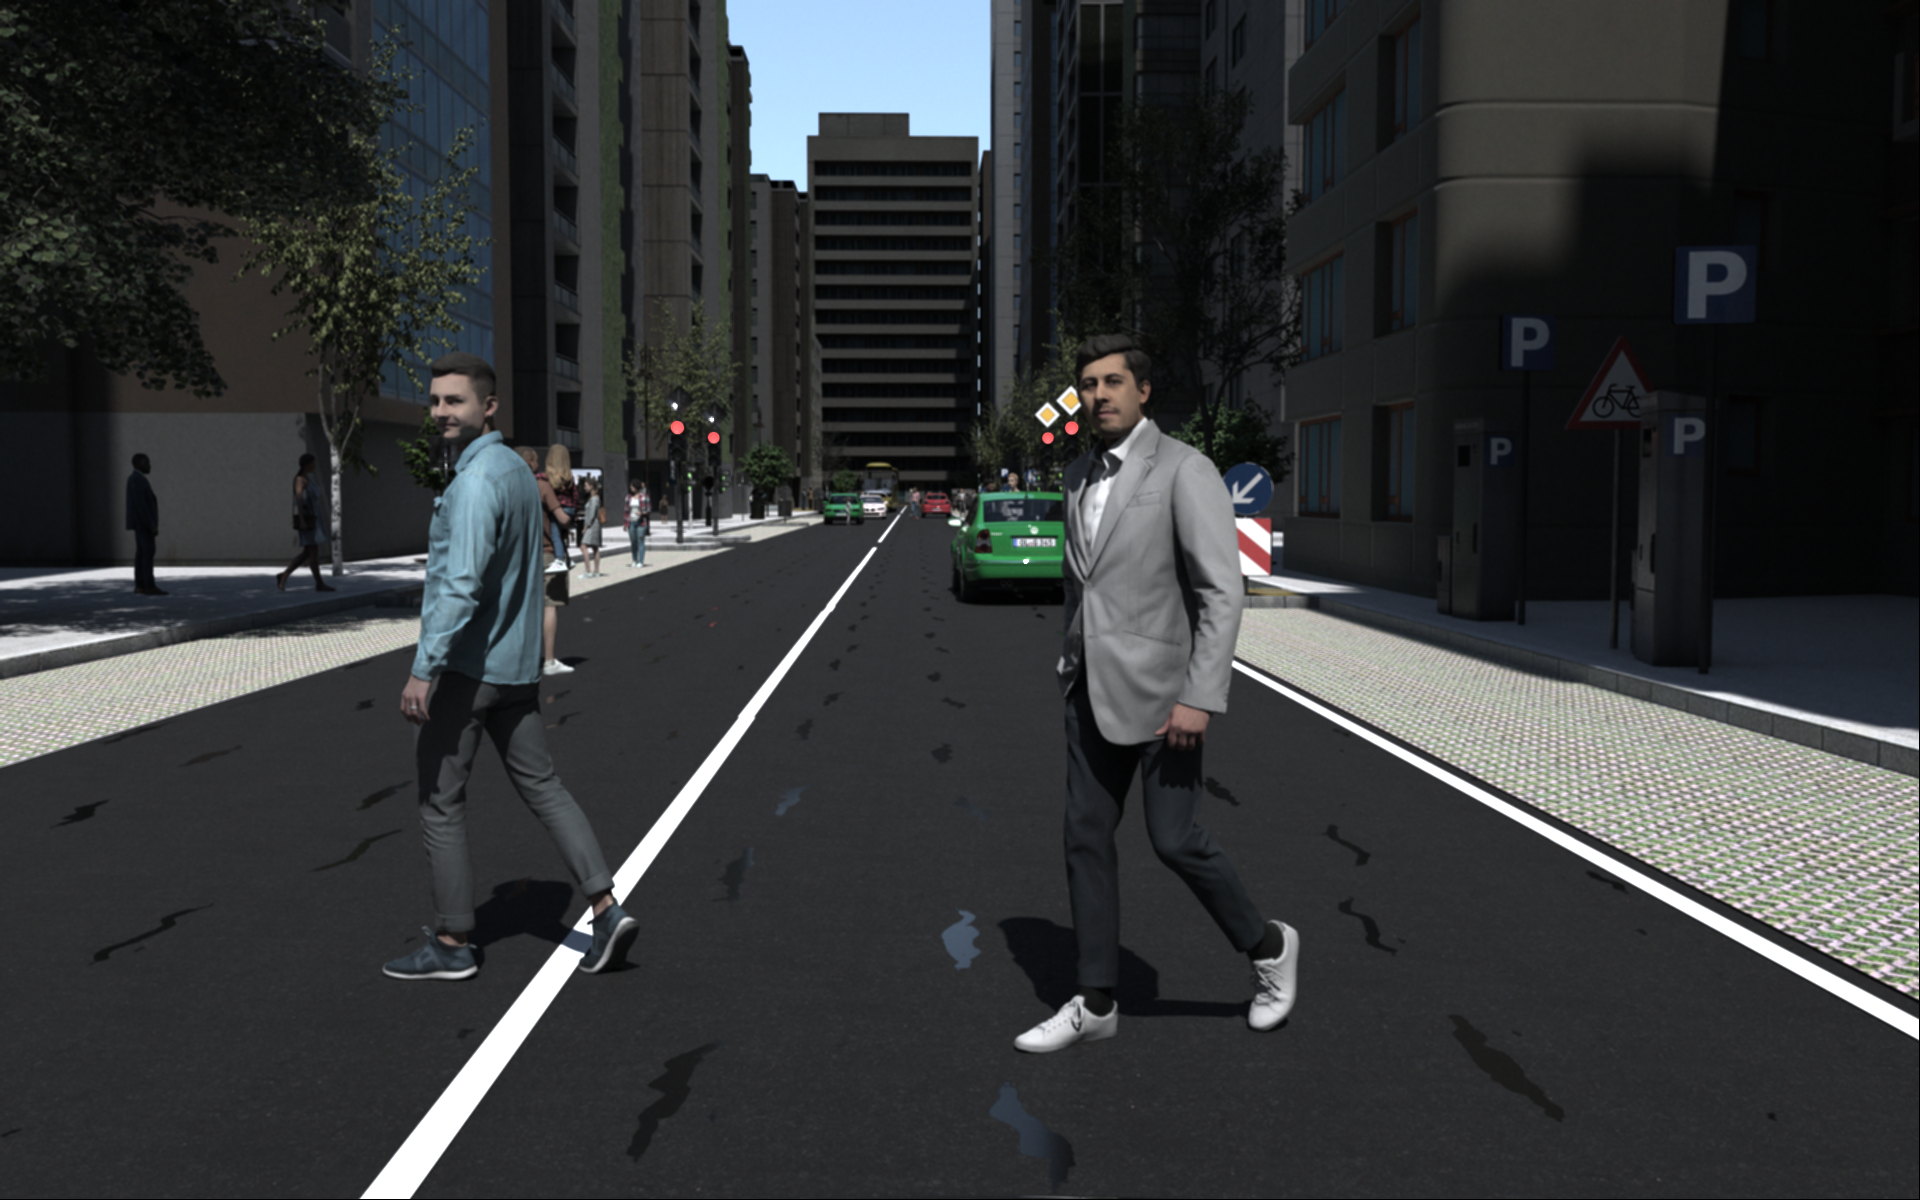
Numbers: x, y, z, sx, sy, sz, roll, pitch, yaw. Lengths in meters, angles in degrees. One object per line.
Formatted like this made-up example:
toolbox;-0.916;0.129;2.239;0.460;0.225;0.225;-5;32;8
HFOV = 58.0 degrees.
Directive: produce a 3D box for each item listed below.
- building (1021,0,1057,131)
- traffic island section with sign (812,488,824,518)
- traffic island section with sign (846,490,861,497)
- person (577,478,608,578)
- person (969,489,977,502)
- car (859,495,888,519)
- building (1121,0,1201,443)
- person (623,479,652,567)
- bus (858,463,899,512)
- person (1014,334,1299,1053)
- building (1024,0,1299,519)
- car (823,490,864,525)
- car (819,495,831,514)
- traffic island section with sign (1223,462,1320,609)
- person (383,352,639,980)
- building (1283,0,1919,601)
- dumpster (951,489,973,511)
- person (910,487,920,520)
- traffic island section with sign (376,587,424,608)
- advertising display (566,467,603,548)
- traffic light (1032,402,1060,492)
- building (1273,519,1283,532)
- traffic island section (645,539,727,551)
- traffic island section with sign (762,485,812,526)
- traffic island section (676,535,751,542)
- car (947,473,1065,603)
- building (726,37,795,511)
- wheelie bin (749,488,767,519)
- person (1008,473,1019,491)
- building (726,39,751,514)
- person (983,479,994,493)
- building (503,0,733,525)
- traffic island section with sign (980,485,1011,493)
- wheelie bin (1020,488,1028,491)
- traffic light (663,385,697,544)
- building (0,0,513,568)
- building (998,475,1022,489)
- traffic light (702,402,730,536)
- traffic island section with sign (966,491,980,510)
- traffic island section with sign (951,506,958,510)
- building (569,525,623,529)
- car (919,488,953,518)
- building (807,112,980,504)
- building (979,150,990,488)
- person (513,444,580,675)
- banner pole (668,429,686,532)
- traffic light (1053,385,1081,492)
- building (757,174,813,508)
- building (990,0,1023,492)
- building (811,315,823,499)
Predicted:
building;12.273;-30.085;142.005;14.600;45.320;14.200;0;4;-1
traffic island section with sign;-8.461;-5.858;104.402;1.989;1.847;2.006;0;4;-1
traffic island section with sign;-9.754;-8.919;154.446;1.989;1.847;2.006;0;4;-1
person;-6.289;-1.230;29.621;0.522;1.701;0.512;-1;4;-12
person;0.902;-7.033;123.855;0.716;1.782;0.532;3;4;38
car;-5.183;-5.371;100.176;2.083;1.381;4.827;0;4;-2
building;14.702;-24.504;84.243;14.154;41.232;14.086;0;4;-1
person;-6.276;-1.494;33.762;0.563;1.720;0.643;1;4;13
bus;-6.386;-9.013;138.905;2.896;3.916;12.252;0;3;0
person;0.516;0.232;4.557;0.795;1.843;0.661;-2;4;-34
building;14.911;-41.003;108.643;20.563;71.187;20.611;0;4;-1
car;-5.491;-4.488;82.177;1.959;1.807;4.718;0;4;-1
car;-9.126;-6.783;123.489;1.945;1.354;3.894;0;4;0
traffic island section with sign;3.468;-0.846;22.463;1.989;1.847;2.006;0;4;-1
person;-1.350;0.201;5.071;0.748;1.841;0.638;1;4;16
building;19.727;-10.395;14.995;27.650;21.520;28.899;0;4;-1
dumpster;0.164;-8.413;145.762;1.865;1.857;1.264;0;4;-2
person;-2.523;-5.394;96.705;0.555;1.821;0.388;1;4;22
traffic island section with sign;-6.362;-0.858;22.654;1.989;1.847;2.006;0;4;-1
advertising display;-8.970;-2.206;41.286;0.974;1.923;0.123;-3;4;-38
traffic light;2.642;-3.910;52.853;0.839;4.253;0.868;0;4;-1
building;20.961;-38.330;64.946;20.611;71.187;20.563;0;4;-1
traffic island section;-7.251;-1.373;44.730;2.009;0.180;2.903;0;4;-1
traffic island section with sign;-7.762;-4.201;77.316;1.989;1.847;2.006;0;4;-1
traffic island section;-7.456;-1.861;52.712;2.009;0.180;2.903;0;4;-1
car;0.828;-0.947;24.272;1.959;1.807;4.718;0;4;-3
building;-29.990;-27.332;138.762;32.217;40.220;23.993;0;4;-1
wheelie bin;-10.218;-4.887;87.813;0.693;1.594;0.980;3;4;36
person;0.927;-1.217;28.754;0.624;1.780;0.694;-1;4;-20
building;-20.440;-20.473;106.428;14.160;30.474;14.107;0;4;-1
person;0.654;-1.912;40.108;0.721;1.781;0.623;1;4;12
building;-18.972;-24.494;84.075;14.154;41.232;14.086;0;4;-1
traffic island section with sign;2.047;-4.231;77.810;1.989;1.847;2.006;0;4;-1
wheelie bin;3.439;-5.149;92.086;0.693;1.594;0.980;1;4;16
traffic light;-7.210;-3.405;44.596;0.839;4.253;0.868;0;4;-1
building;-18.345;-23.603;36.015;14.200;45.320;14.600;0;4;-1
building;19.967;-28.718;161.425;32.217;40.220;23.993;0;4;-1
traffic light;-7.416;-3.893;52.579;0.839;4.253;0.868;0;4;-1
traffic island section with sign;1.362;-5.879;104.757;1.989;1.847;2.006;0;4;-1
traffic island section with sign;0.060;-8.933;154.688;1.989;1.847;2.006;0;4;-1
building;-20.304;-23.143;61.989;14.154;41.232;14.086;0;4;-1
car;-1.461;-5.898;105.474;2.155;1.783;4.494;0;4;-2
building;-8.478;-36.692;223.615;21.600;48.544;21.300;0;4;-1
building;9.768;-34.876;220.328;14.200;45.320;14.600;0;4;-1
person;-3.317;-0.329;13.850;0.580;1.828;0.573;-1;4;-22
banner pole;-9.645;-4.202;58.715;0.863;3.779;0.401;3;5;45
traffic light;2.847;-3.422;44.870;0.839;4.253;0.868;0;4;-1
building;-21.025;-23.667;158.658;14.160;30.474;14.107;0;4;-1
building;13.762;-39.477;187.449;21.231;58.520;28.212;0;4;-1
building;-30.194;-20.985;188.139;28.899;21.520;27.650;0;4;-1
